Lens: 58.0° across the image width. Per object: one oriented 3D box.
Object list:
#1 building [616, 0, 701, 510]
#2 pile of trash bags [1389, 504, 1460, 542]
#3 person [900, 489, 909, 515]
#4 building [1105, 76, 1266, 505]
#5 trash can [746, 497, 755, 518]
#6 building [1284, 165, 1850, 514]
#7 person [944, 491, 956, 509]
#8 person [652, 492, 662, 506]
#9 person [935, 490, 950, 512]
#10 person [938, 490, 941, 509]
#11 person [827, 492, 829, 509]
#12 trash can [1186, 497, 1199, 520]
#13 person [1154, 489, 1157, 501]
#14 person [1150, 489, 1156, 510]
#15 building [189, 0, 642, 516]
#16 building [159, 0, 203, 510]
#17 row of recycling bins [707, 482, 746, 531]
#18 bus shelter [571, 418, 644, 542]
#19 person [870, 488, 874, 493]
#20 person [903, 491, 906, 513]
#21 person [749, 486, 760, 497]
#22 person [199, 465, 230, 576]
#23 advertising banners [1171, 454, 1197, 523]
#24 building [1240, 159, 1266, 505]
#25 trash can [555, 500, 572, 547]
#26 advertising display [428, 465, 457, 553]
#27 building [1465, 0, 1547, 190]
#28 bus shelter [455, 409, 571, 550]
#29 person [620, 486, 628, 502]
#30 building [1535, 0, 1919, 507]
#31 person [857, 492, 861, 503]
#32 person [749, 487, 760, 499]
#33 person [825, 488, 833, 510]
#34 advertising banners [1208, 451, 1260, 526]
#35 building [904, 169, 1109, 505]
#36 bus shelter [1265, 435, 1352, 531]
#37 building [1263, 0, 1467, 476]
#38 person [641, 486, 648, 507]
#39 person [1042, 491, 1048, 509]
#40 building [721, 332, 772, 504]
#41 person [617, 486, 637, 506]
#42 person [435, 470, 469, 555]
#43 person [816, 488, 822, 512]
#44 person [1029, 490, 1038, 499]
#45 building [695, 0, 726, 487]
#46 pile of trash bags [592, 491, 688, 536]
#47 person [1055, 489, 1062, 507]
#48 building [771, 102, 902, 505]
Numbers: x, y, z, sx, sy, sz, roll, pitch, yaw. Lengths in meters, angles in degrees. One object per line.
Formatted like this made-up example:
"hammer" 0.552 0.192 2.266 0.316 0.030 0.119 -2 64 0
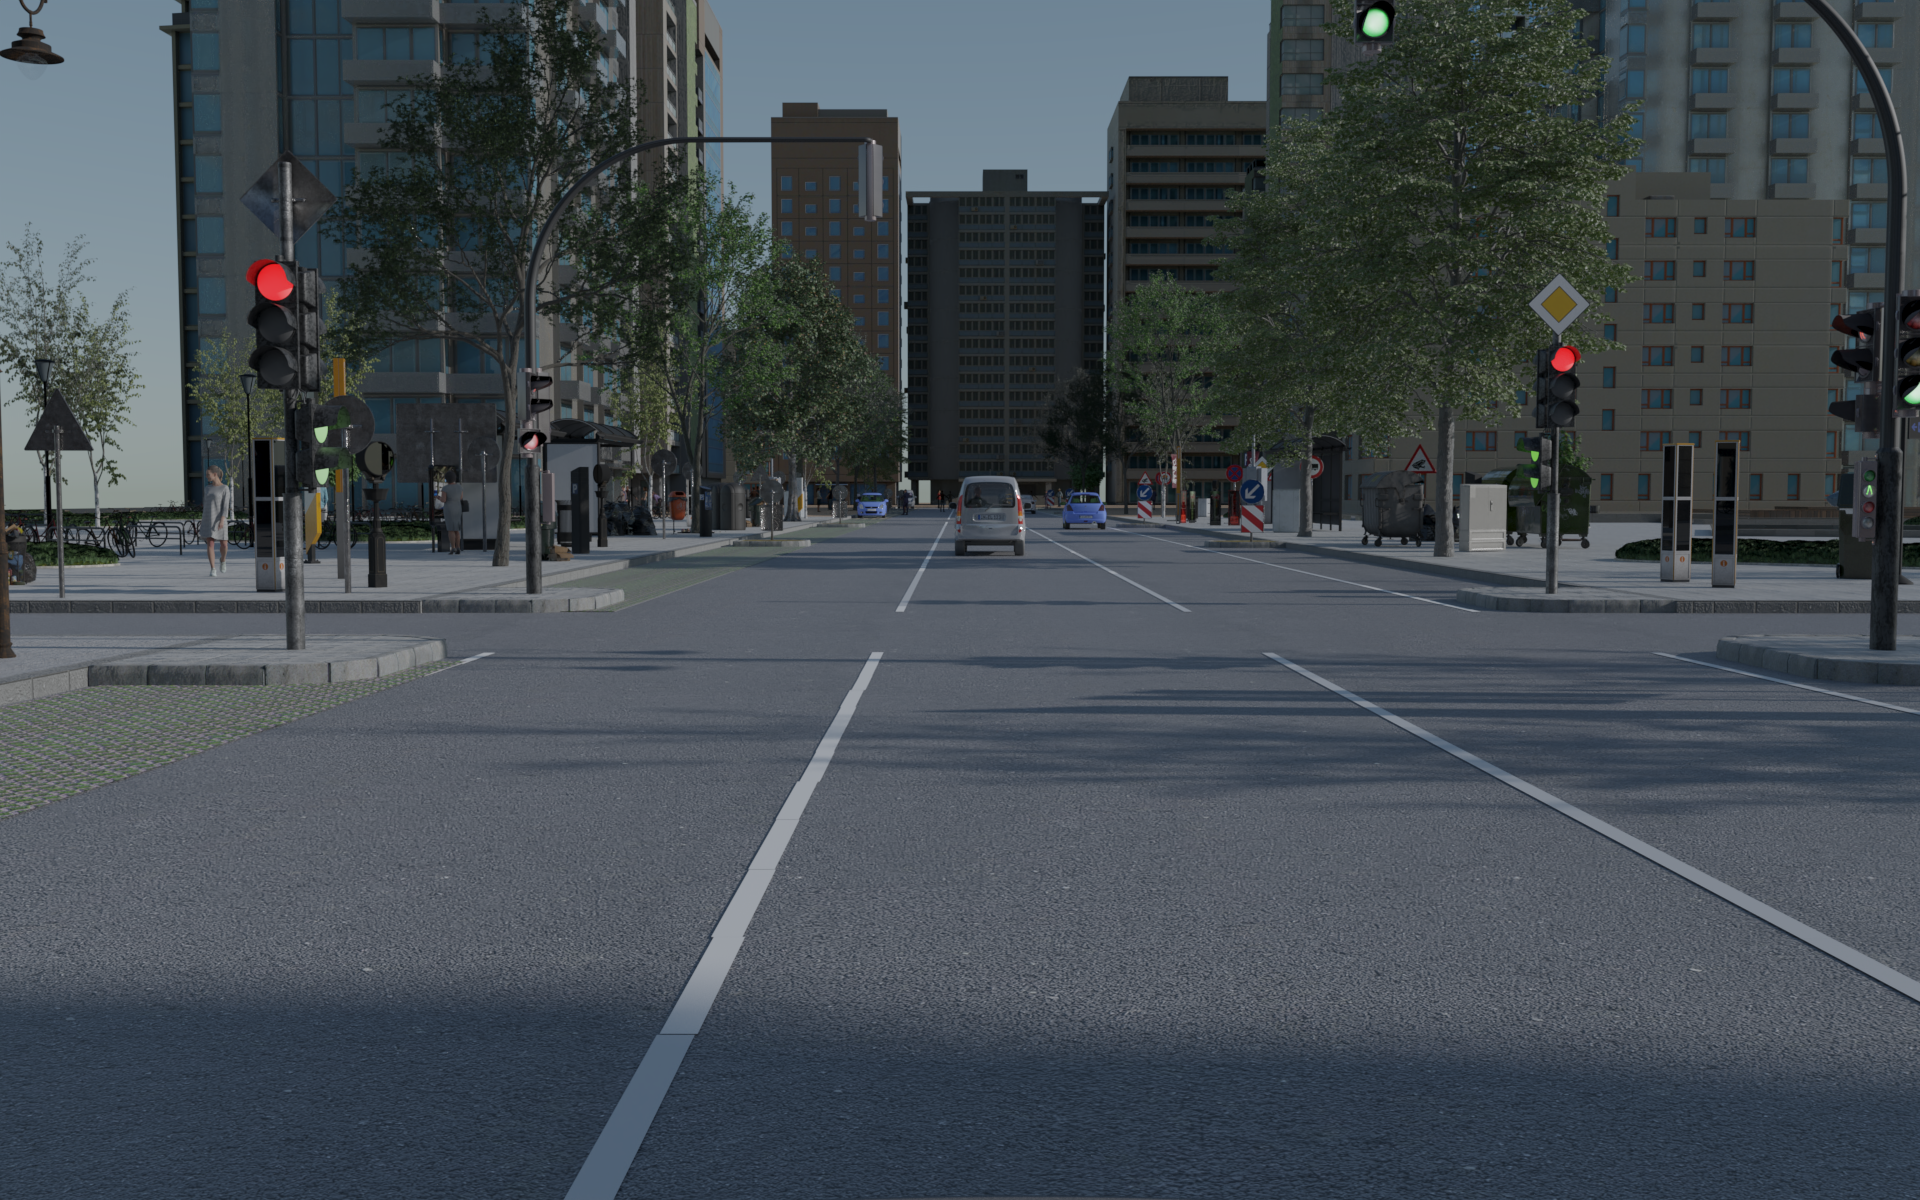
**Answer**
"building" -28.432 -27.613 135.073 14.154 41.232 14.086 0 3 0
"pile of trash bags" 12.999 -2.323 47.739 1.912 1.369 3.447 -2 4 -27
"person" -3.801 -6.660 117.841 0.568 1.767 0.683 2 4 27
"building" 28.167 -35.543 204.826 21.600 48.544 21.300 0 3 0
"trash can" -11.132 -4.878 91.414 0.748 1.137 0.748 0 3 0
"building" 38.318 -16.596 116.384 27.650 21.520 28.899 0 3 0
"person" -0.953 -9.419 163.223 1.217 1.735 0.721 -1 4 -19
"person" -18.551 -5.911 105.927 0.697 1.427 0.421 -1 4 -12
"person" -1.376 -7.858 137.807 1.217 1.723 0.721 1 4 15
"person" -2.038 -9.945 171.039 0.705 1.831 1.348 0 4 -8
"person" -11.438 -8.688 151.347 0.557 1.426 1.065 1 4 15
"trash can" 11.484 -4.529 85.706 0.748 1.137 0.748 0 3 0
"person" 18.073 -9.496 161.748 0.683 1.767 0.568 1 4 15
"person" 15.476 -8.065 138.817 0.541 1.710 0.530 -1 4 -15
"building" -34.250 -30.132 112.261 23.786 49.044 30.456 0 3 0
"building" -50.184 -30.174 147.962 28.867 44.769 22.147 0 3 0
"row of recycling bins" -8.535 -3.389 62.521 1.069 1.692 3.534 -1 4 -20
"bus shelter" -10.431 -3.366 48.962 2.014 3.302 5.546 0 4 0
"person" -8.324 -9.710 164.887 1.350 1.814 0.705 1 4 9
"person" -4.102 -7.529 132.379 0.721 1.735 1.217 -1 4 -13
"person" -13.042 -6.463 111.736 1.348 1.821 0.705 0 4 4
"person" -11.718 -1.250 27.237 0.466 1.731 0.760 -1 4 -20
"advertising banners" 9.826 -4.889 76.123 0.090 3.025 2.074 3 5 40
"building" 31.542 -23.259 151.988 14.160 30.474 14.107 0 3 0
"trash can" -9.443 -1.851 41.924 0.748 1.137 0.748 0 3 0
"advertising display" -11.427 -2.023 38.292 0.123 1.923 0.974 1 4 14
"building" 55.169 -54.571 204.902 31.000 86.520 22.319 0 3 0
"bus shelter" -11.181 -2.950 42.149 2.014 3.302 5.546 0 3 0
"person" -19.208 -5.670 99.285 0.617 1.759 0.750 -3 5 -43
"building" 65.511 -32.259 147.051 30.456 49.044 23.786 0 3 0
"person" -8.738 -8.575 149.436 0.799 1.438 0.628 2 4 31
"person" -12.546 -6.003 105.023 1.217 1.723 0.721 -2 4 -28
"person" -10.306 -8.026 137.287 0.705 1.822 1.348 1 4 19
"advertising banners" 11.135 -4.544 70.478 2.074 3.025 0.090 0 4 3
"building" 5.376 -31.684 209.912 23.993 40.220 32.217 0 3 0
"bus shelter" 12.353 -4.155 61.865 2.014 3.302 5.546 0 3 0
"building" 31.147 -27.746 137.241 14.154 41.232 14.086 0 3 0
"person" -18.995 -5.948 104.017 0.721 1.735 1.217 -1 4 -18
"person" 8.260 -9.699 167.524 0.568 1.767 0.683 1 4 11
"building" -35.713 -22.241 208.682 28.899 21.520 27.650 0 3 0
"person" -21.435 -6.447 111.593 1.348 1.807 0.705 0 4 4
"person" -10.761 -1.858 36.778 0.532 1.782 0.716 3 5 40
"person" -9.970 -7.118 123.208 0.721 1.735 1.217 -1 4 -15
"person" 5.881 -8.169 142.782 1.217 1.735 0.721 0 4 0
"building" -28.646 -30.658 151.373 14.200 45.320 14.600 0 3 0
"pile of trash bags" -10.108 -2.712 54.092 3.447 1.369 1.912 -3 4 -36
"person" 9.763 -10.063 170.658 0.705 1.814 1.350 -2 4 -29
"building" -14.011 -33.723 201.483 14.200 45.320 14.600 0 3 0
